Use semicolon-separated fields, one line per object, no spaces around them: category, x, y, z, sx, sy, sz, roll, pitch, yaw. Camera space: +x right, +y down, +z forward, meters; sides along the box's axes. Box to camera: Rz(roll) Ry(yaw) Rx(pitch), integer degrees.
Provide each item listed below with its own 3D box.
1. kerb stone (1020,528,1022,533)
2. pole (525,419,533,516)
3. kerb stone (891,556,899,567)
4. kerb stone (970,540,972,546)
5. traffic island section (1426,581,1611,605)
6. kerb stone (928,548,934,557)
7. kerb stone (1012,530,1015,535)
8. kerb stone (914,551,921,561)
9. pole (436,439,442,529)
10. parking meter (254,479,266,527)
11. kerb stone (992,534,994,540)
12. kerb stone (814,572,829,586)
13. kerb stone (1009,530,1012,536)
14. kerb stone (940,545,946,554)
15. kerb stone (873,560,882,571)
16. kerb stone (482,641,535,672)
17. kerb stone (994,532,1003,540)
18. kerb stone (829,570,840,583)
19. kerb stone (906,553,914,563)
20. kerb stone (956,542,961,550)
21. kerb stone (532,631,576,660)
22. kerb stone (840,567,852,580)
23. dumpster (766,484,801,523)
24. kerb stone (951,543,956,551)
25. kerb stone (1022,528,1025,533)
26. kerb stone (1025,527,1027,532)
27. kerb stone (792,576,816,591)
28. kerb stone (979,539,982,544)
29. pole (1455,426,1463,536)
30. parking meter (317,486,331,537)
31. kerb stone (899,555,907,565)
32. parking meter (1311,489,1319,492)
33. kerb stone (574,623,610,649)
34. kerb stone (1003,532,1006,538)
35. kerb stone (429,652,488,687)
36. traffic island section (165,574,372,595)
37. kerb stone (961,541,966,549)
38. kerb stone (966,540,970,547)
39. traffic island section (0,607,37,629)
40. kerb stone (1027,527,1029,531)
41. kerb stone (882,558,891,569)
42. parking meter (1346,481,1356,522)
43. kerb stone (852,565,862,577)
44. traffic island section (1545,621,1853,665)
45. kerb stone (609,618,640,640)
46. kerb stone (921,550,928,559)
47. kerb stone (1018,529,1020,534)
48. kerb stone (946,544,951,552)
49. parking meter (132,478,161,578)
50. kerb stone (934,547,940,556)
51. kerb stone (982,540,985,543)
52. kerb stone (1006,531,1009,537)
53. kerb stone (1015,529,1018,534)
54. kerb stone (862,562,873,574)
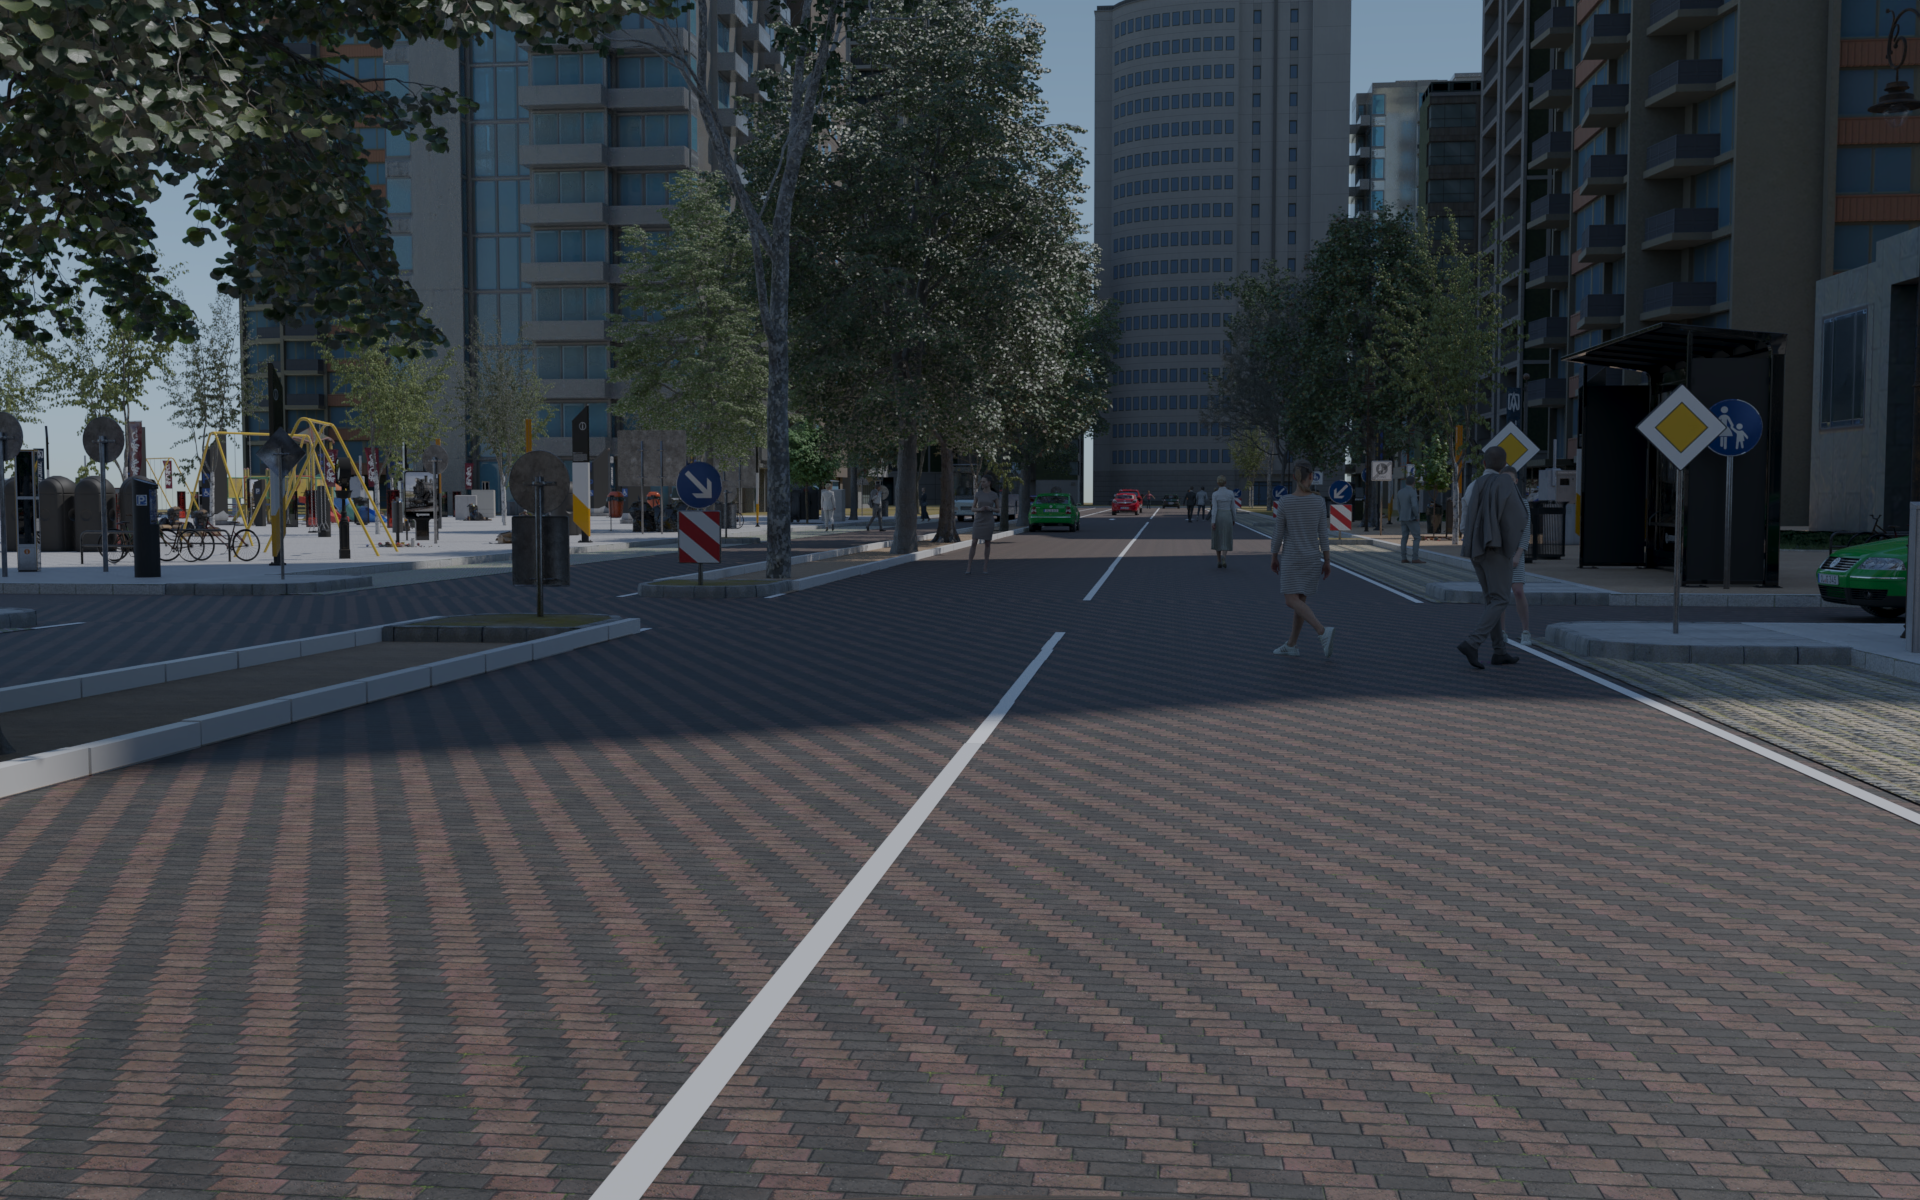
kerb stone;2.068;-2.479;62.768;0.120;0.150;1.000;0;4;7
pole;-11.722;-3.260;47.136;0.158;3.312;0.155;0;3;0
kerb stone;-1.395;-0.736;34.255;0.120;0.150;1.000;0;4;7
kerb stone;0.205;-1.544;47.484;0.120;0.150;1.000;0;4;7
traffic island section;7.566;-0.097;23.868;2.009;0.180;2.903;0;4;7
kerb stone;-0.778;-1.047;39.346;0.120;0.150;1.000;0;4;7
kerb stone;1.703;-2.295;59.723;0.120;0.150;1.000;0;4;7
kerb stone;-1.016;-0.924;37.303;0.120;0.150;1.000;0;4;7
pole;-19.216;-4.282;63.856;0.158;3.312;0.155;0;3;0
parking meter;-27.722;-3.845;68.574;0.399;1.863;0.255;1;4;17
kerb stone;0.836;-1.859;52.584;0.120;0.150;1.000;0;4;7
kerb stone;-2.256;-0.303;27.144;0.120;0.150;1.000;0;4;7
kerb stone;1.583;-2.233;58.708;0.120;0.150;1.000;0;4;7
kerb stone;-0.527;-1.172;41.379;0.120;0.150;1.000;0;4;7
kerb stone;-1.646;-0.613;32.220;0.120;0.150;1.000;0;4;7
kerb stone;-3.801;0.477;14.403;0.120;0.150;1.000;0;4;7
kerb stone;1.203;-2.046;55.649;0.120;0.150;1.000;0;4;7
kerb stone;-2.138;-0.358;28.160;0.120;0.150;1.000;0;4;7
kerb stone;-1.152;-0.862;36.290;0.120;0.150;1.000;0;4;7
kerb stone;-0.156;-1.358;44.435;0.120;0.150;1.000;0;4;7
kerb stone;-3.671;0.418;15.417;0.120;0.150;1.000;0;4;7
kerb stone;-2.013;-0.427;29.176;0.120;0.150;1.000;0;4;7
dumpster;-7.958;-4.426;78.121;1.264;1.857;1.865;0;4;7
kerb stone;-0.284;-1.298;43.411;0.120;0.150;1.000;0;4;7
kerb stone;2.198;-2.543;63.783;0.120;0.150;1.000;0;4;7
kerb stone;2.316;-2.606;64.799;0.120;0.150;1.000;0;4;7
kerb stone;-2.378;-0.240;26.123;0.120;0.150;1.000;0;4;7
kerb stone;0.456;-1.672;49.529;0.120;0.150;1.000;0;4;7
pole;14.867;-3.537;51.673;0.158;3.312;0.155;0;3;0
parking meter;-18.941;-2.640;51.576;0.372;1.533;0.369;0;3;0
kerb stone;-1.273;-0.793;35.275;0.120;0.150;1.000;0;4;7
parking meter;17.529;-4.715;85.502;0.372;1.533;0.369;0;3;0
kerb stone;-3.561;0.355;16.436;0.120;0.150;1.000;0;4;7
kerb stone;1.319;-2.105;56.665;0.120;0.150;1.000;0;4;7
kerb stone;-3.926;0.539;13.385;0.120;0.150;1.000;0;4;7
traffic island section;-10.194;-0.229;26.022;2.009;0.180;2.903;0;4;7
kerb stone;-0.036;-1.422;45.453;0.120;0.150;1.000;0;4;7
kerb stone;0.086;-1.483;46.468;0.120;0.150;1.000;0;4;7
traffic island section;-11.157;0.256;18.095;2.009;0.180;2.903;0;4;7
kerb stone;2.435;-2.668;65.814;0.120;0.150;1.000;0;4;7
kerb stone;-1.513;-0.675;33.234;0.120;0.150;1.000;0;4;7
parking meter;17.939;-4.515;79.531;0.255;1.863;0.399;-3;5;-40
kerb stone;-1.896;-0.489;30.191;0.120;0.150;1.000;0;4;7
traffic island section;6.604;0.388;15.941;2.009;0.180;2.903;0;4;7
kerb stone;-3.433;0.295;17.461;0.120;0.150;1.000;0;4;7
kerb stone;-0.900;-0.983;38.327;0.120;0.150;1.000;0;4;7
kerb stone;1.945;-2.419;61.753;0.120;0.150;1.000;0;4;7
kerb stone;-0.400;-1.235;42.396;0.120;0.150;1.000;0;4;7
parking meter;-12.543;-1.119;26.701;0.372;1.533;0.369;0;3;0
kerb stone;-0.654;-1.106;40.365;0.120;0.150;1.000;0;4;7
kerb stone;0.707;-1.794;51.558;0.120;0.150;1.000;0;4;7
kerb stone;1.447;-2.171;57.685;0.120;0.150;1.000;0;4;7
kerb stone;1.831;-2.357;60.737;0.120;0.150;1.000;0;4;7
kerb stone;-1.758;-0.551;31.204;0.120;0.150;1.000;0;4;7
